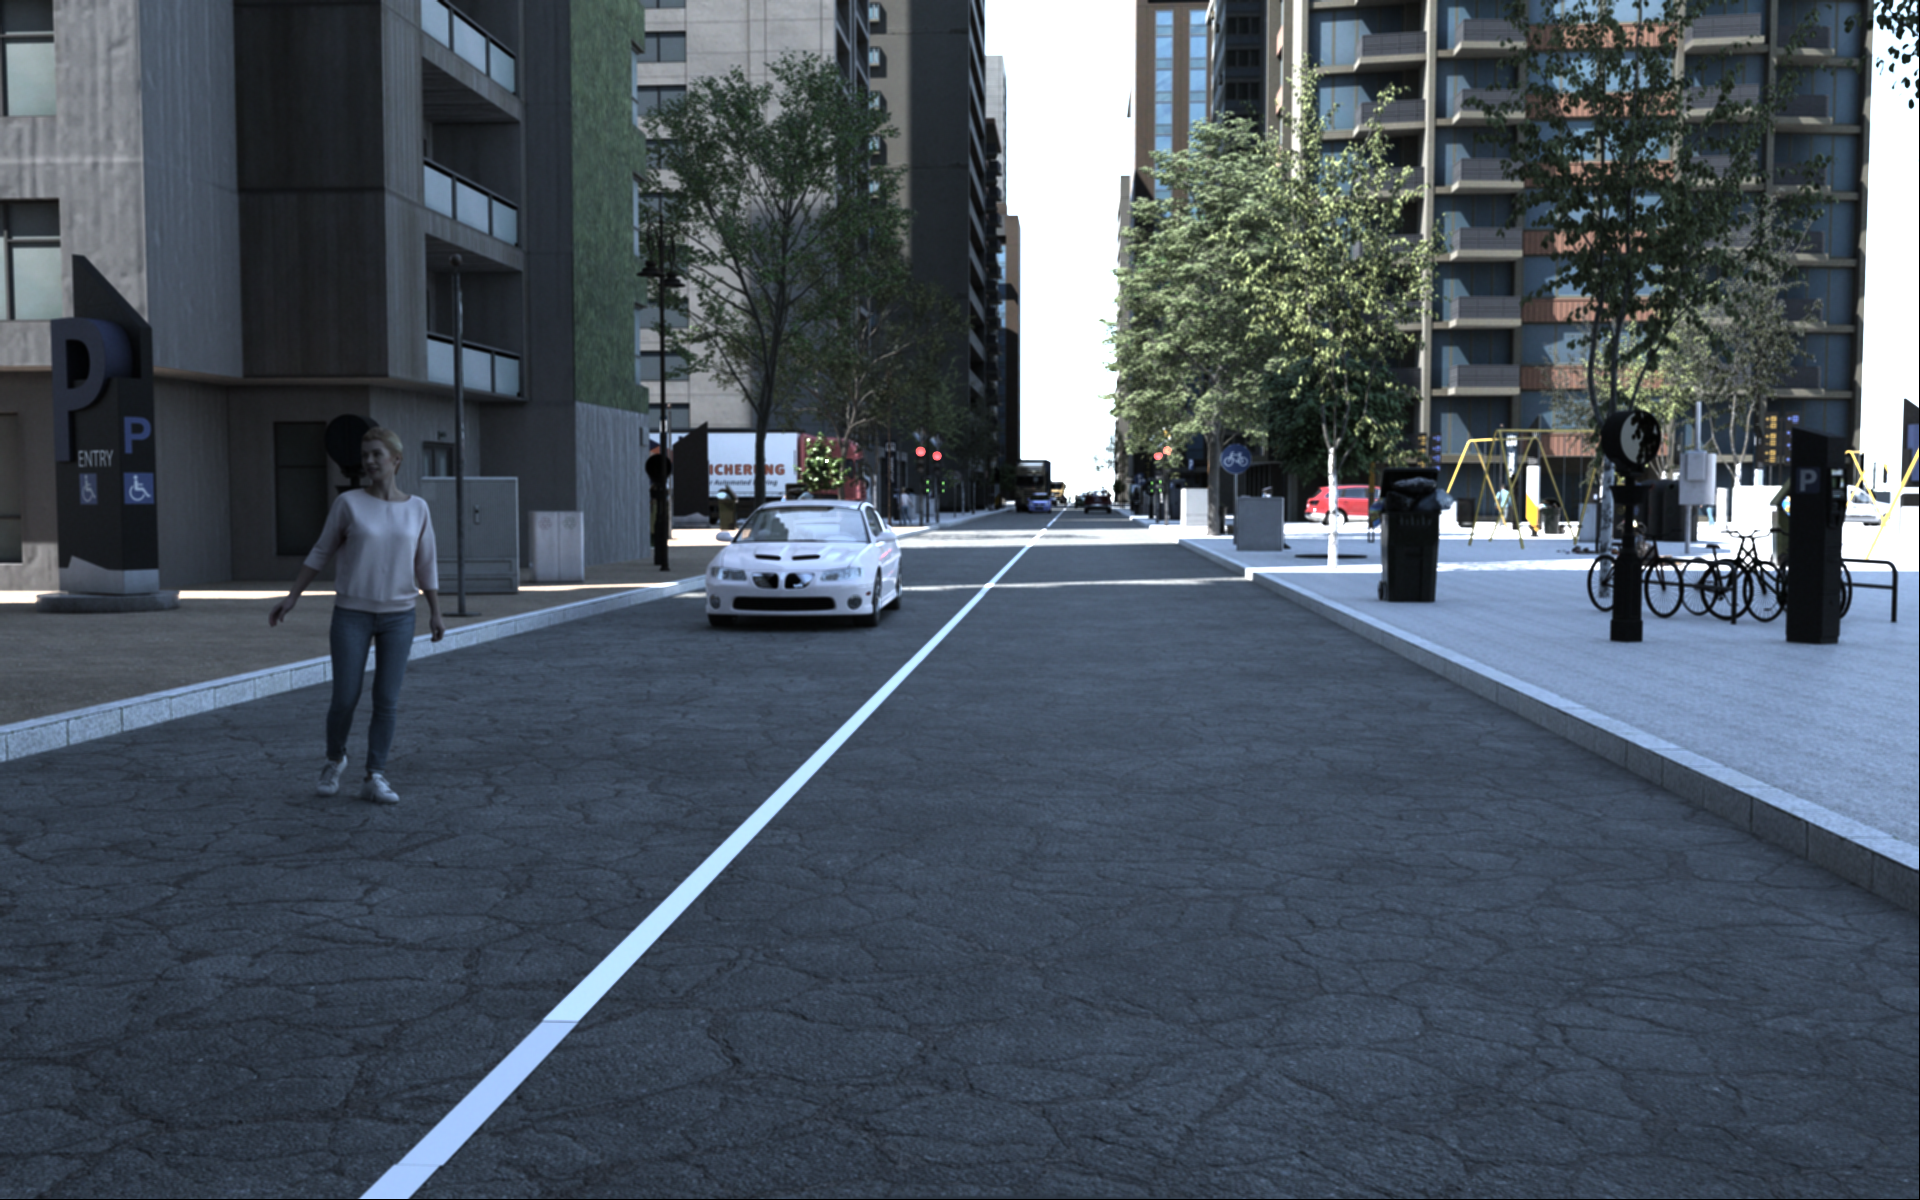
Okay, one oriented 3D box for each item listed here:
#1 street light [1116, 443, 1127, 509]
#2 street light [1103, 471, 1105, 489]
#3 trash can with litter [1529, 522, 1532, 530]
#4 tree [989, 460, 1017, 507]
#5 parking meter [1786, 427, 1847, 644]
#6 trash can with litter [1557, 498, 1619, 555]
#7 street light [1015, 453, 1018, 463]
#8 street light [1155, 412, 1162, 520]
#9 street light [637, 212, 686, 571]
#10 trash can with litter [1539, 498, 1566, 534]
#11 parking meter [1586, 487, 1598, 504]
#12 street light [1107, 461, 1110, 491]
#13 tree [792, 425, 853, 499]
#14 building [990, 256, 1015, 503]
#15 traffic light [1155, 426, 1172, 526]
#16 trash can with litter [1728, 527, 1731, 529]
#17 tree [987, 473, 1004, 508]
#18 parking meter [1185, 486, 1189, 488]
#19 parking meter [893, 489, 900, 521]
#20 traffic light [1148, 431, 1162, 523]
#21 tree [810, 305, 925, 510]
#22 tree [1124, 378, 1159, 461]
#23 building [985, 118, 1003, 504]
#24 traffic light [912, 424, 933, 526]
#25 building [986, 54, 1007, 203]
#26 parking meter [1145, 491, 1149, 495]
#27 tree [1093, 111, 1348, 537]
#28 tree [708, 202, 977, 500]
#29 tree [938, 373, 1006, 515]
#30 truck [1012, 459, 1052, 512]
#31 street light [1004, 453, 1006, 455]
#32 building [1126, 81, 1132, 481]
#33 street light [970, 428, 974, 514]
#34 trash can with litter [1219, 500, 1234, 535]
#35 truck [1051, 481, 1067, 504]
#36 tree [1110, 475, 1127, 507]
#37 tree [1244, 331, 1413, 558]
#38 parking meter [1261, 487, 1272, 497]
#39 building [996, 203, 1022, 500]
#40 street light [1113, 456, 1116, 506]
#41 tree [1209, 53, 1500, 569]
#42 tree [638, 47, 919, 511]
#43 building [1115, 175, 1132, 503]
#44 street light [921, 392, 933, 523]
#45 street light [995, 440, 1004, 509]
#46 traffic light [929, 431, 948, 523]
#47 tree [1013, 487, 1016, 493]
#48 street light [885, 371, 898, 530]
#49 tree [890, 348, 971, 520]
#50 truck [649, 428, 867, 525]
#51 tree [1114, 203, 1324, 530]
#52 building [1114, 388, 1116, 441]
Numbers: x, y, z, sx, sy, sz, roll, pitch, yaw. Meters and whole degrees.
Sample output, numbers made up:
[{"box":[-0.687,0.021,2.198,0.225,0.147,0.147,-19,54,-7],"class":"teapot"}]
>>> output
[{"box":[14.893,-11.436,159.758,0.468,5.910,1.993,0,4,4],"class":"street light"},{"box":[20.724,-16.556,243.475,0.468,5.910,1.993,0,4,4],"class":"street light"},{"box":[20.509,-3.064,61.490,0.624,1.170,1.055,1,4,16],"class":"trash can with litter"},{"box":[4.406,-11.215,167.081,4.285,4.588,4.351,0,3,0],"class":"tree"},{"box":[7.375,-0.562,14.907,0.255,1.863,0.399,-2,4,-30],"class":"parking meter"},{"box":[13.798,-1.614,37.448,1.678,1.210,2.233,-1,4,-13],"class":"trash can with litter"},{"box":[6.202,-13.170,188.117,0.468,5.910,1.993,0,4,4],"class":"street light"},{"box":[9.713,-6.804,84.038,0.468,5.910,1.993,0,4,4],"class":"street light"},{"box":[-4.933,-3.424,28.764,0.468,5.910,1.993,0,4,4],"class":"street light"},{"box":[18.833,-2.668,55.001,0.624,1.170,1.055,3,5,41],"class":"trash can with litter"},{"box":[21.648,-3.117,59.373,0.372,1.533,0.369,0,3,0],"class":"parking meter"},{"box":[19.566,-15.557,227.144,0.468,5.910,1.993,0,4,4],"class":"street light"},{"box":[-4.048,-3.327,49.003,1.663,3.219,1.824,0,3,0],"class":"tree"},{"box":[-7.112,-34.183,250.769,32.217,40.220,23.993,0,4,4],"class":"building"},{"box":[8.205,-4.890,68.876,0.839,4.253,0.868,0,4,4],"class":"traffic light"},{"box":[28.734,-3.255,64.279,2.233,1.210,1.678,-3,4,-38],"class":"trash can with litter"},{"box":[3.288,-10.223,161.750,1.663,3.219,1.824,0,3,0],"class":"tree"},{"box":[16.934,-7.596,129.909,0.399,1.863,0.255,3,4,36],"class":"parking meter"},{"box":[-3.046,-4.634,84.171,0.372,1.533,0.369,0,3,0],"class":"parking meter"},{"box":[8.756,-5.377,76.843,0.839,4.253,0.868,0,4,4],"class":"traffic light"},{"box":[-3.524,-7.107,66.563,4.360,8.622,3.978,0,3,0],"class":"tree"},{"box":[11.340,-9.014,97.748,4.737,8.622,4.395,0,3,0],"class":"tree"},{"box":[-6.521,-33.279,198.735,22.147,44.769,28.867,0,4,4],"class":"building"},{"box":[-1.534,-4.930,69.531,0.839,4.253,0.868,0,4,4],"class":"traffic light"},{"box":[-0.351,-51.959,287.773,20.563,71.187,20.611,0,4,4],"class":"building"},{"box":[12.787,-6.684,117.700,0.372,1.533,0.369,0,3,0],"class":"parking meter"},{"box":[8.052,-8.177,51.828,7.486,12.596,7.792,0,3,0],"class":"tree"},{"box":[-3.886,-7.416,55.666,8.767,10.594,7.601,-1,4,-9],"class":"tree"},{"box":[0.266,-9.445,104.784,4.360,8.622,3.978,0,3,0],"class":"tree"},{"box":[6.005,-9.347,141.733,2.839,4.237,11.283,0,4,6],"class":"truck"},{"box":[3.820,-11.093,154.150,0.468,5.910,1.993,0,4,4],"class":"street light"},{"box":[34.796,-37.978,210.174,28.713,52.752,27.495,0,4,4],"class":"building"},{"box":[0.843,-8.471,111.290,0.468,5.910,1.993,0,4,4],"class":"street light"},{"box":[8.467,-2.683,55.254,1.055,1.170,0.624,2,4,34],"class":"trash can with litter"},{"box":[13.863,-15.622,251.341,3.469,3.379,9.791,0,4,5],"class":"truck"},{"box":[18.046,-12.282,195.414,1.663,3.219,1.824,0,3,0],"class":"tree"},{"box":[7.454,-3.142,35.080,4.285,4.588,4.351,0,3,0],"class":"tree"},{"box":[10.530,-3.122,59.452,0.372,1.533,0.369,0,3,0],"class":"parking meter"},{"box":[2.425,-37.893,269.663,14.600,45.320,14.200,0,4,4],"class":"building"},{"box":[17.244,-13.476,193.114,0.468,5.910,1.993,0,4,4],"class":"street light"},{"box":[6.308,-4.816,29.107,4.737,8.622,4.395,0,3,0],"class":"tree"},{"box":[-4.594,-7.030,40.694,9.928,11.665,9.643,0,3,0],"class":"tree"},{"box":[33.287,-38.217,248.556,21.300,48.544,21.600,0,4,4],"class":"building"},{"box":[-1.458,-6.421,77.774,0.468,5.910,1.993,0,4,4],"class":"street light"},{"box":[3.196,-10.511,144.647,0.468,5.910,1.993,0,4,4],"class":"street light"},{"box":[-0.984,-5.418,77.497,0.839,4.253,0.868,0,4,4],"class":"traffic light"},{"box":[6.768,-12.690,202.088,1.663,3.219,1.824,0,3,0],"class":"tree"},{"box":[-2.532,-5.470,62.230,0.468,5.910,1.993,0,4,4],"class":"street light"},{"box":[-1.272,-8.323,86.448,4.737,8.622,4.395,0,3,0],"class":"tree"},{"box":[-9.039,-5.223,74.311,11.283,4.237,2.839,0,4,3],"class":"truck"},{"box":[9.190,-8.351,62.287,9.928,11.665,9.643,0,3,0],"class":"tree"},{"box":[38.605,-26.280,274.708,27.650,21.520,28.899,0,4,4],"class":"building"}]
